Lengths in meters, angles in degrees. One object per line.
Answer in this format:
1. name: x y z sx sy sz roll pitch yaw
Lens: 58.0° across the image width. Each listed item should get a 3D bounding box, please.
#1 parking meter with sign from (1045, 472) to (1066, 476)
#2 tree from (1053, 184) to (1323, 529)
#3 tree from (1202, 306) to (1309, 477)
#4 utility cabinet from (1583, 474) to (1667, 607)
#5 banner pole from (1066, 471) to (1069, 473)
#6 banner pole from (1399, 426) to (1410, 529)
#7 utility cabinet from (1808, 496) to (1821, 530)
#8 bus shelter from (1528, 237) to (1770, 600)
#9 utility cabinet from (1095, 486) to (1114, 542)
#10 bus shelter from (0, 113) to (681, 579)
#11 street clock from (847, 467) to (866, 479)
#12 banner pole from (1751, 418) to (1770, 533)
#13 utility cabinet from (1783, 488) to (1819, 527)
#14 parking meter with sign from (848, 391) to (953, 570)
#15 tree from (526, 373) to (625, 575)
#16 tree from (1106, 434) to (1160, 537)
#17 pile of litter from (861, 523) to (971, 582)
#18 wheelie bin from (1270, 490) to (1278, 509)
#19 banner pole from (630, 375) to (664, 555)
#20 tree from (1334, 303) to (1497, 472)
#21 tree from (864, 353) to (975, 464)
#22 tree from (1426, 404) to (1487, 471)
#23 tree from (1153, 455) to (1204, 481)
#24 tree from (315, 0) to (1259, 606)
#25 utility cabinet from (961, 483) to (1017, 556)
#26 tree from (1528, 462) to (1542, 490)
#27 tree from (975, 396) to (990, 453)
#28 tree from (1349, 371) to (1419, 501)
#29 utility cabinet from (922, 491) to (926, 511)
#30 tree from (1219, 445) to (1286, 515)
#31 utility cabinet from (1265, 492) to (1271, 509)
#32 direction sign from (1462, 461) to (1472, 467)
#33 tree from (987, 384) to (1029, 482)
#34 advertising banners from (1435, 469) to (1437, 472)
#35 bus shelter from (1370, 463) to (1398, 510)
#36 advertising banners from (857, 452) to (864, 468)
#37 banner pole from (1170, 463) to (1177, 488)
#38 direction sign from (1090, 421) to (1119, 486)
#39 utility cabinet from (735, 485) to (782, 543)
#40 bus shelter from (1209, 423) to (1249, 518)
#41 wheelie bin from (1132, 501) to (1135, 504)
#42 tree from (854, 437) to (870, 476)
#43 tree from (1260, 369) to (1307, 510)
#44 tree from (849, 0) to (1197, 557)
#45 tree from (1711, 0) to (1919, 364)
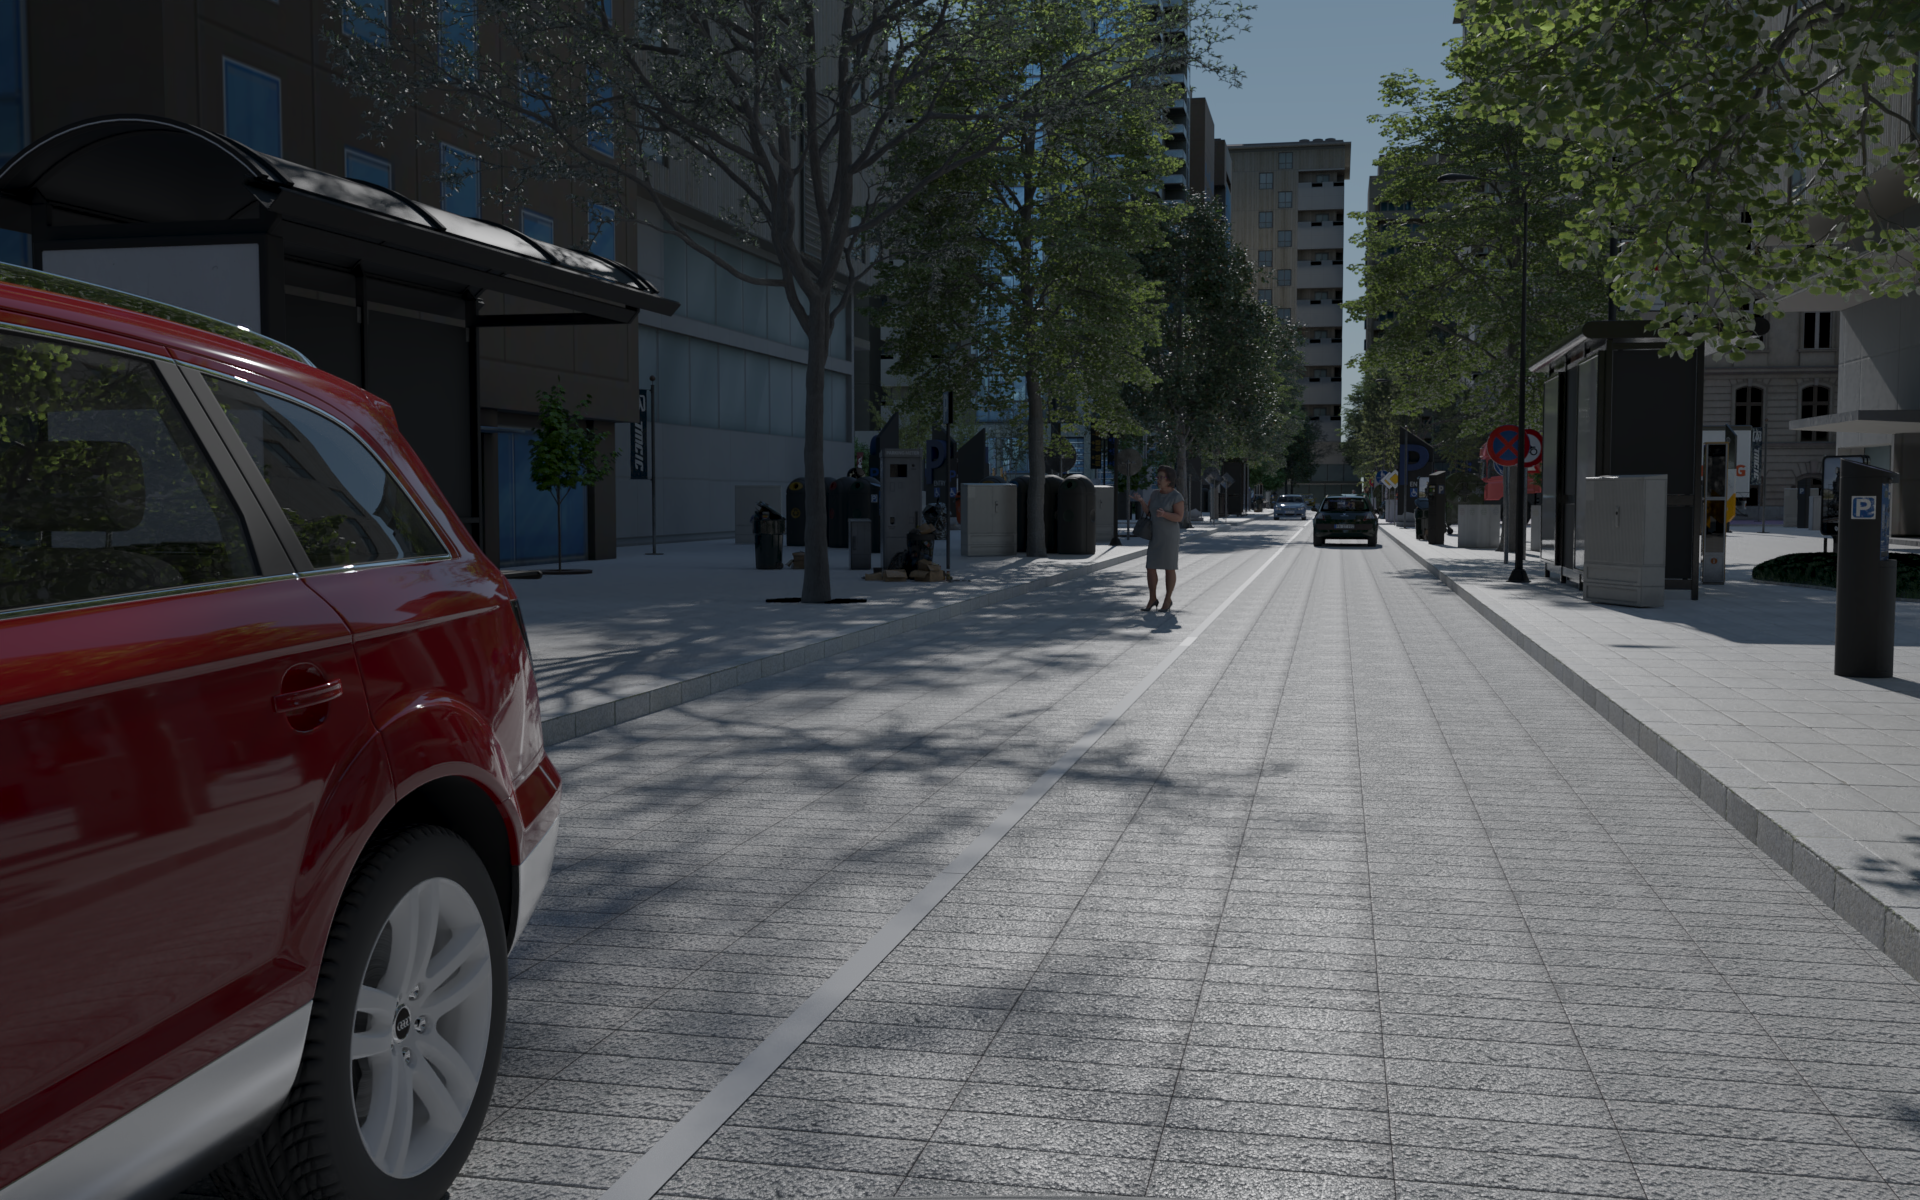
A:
1. parking meter with sign: 8.173 -9.489 151.400 1.738 3.016 0.543 1 4 20
2. tree: 8.260 -9.027 64.597 9.611 12.733 9.660 0 3 0
3. tree: 18.945 -12.919 117.885 9.857 13.997 8.962 0 3 0
4. utility cabinet: 7.631 -0.688 19.936 0.318 1.500 1.173 -1 4 -12
5. banner pole: 6.206 -6.720 99.885 0.401 3.779 0.863 0 4 -8
6. banner pole: 16.439 -4.520 63.920 0.401 3.779 0.863 1 4 13
7. utility cabinet: 30.593 -3.065 61.278 1.020 1.237 0.306 0 4 -3
8. bus shelter: 9.491 -2.896 24.984 2.179 5.291 8.768 1 4 12
9. utility cabinet: 3.565 -2.271 45.812 1.173 1.500 0.318 -3 4 -37
10. bus shelter: -3.894 -1.103 11.957 2.014 3.302 5.546 1 4 12
11. street clock: -2.811 -2.597 47.026 0.471 2.002 0.358 -1 4 -22
12. banner pole: 26.381 -4.105 57.131 0.401 3.779 0.863 -1 4 -17
13. utility cabinet: 32.116 -3.515 66.150 1.173 1.500 0.318 2 4 24
14. parking meter with sign: -1.016 -2.029 29.432 1.738 3.016 0.543 -1 4 -10
15. tree: -6.474 -2.027 27.747 1.663 3.219 1.824 0 3 0
16. tree: 5.017 -3.498 51.798 1.663 3.219 1.824 0 3 0
17. pile of litter: -0.671 -0.714 25.639 1.719 0.858 1.176 3 5 44
18. wheelie bin: 26.887 -8.592 148.395 0.693 1.594 0.980 0 4 3
19. banner pole: -6.624 -2.838 36.417 0.401 3.779 0.863 3 5 39
20. tree: 22.289 -9.086 82.960 7.601 10.594 8.767 0 4 -4
21. tree: -2.429 -8.402 87.729 4.737 8.622 4.395 0 3 0
22. tree: 33.076 -10.115 115.738 4.737 8.622 4.395 0 3 0
23. tree: 12.780 -7.269 102.560 4.285 4.588 4.351 0 3 0
24. tree: -1.725 -6.719 20.221 12.009 13.543 11.850 0 3 0
25. utility cabinet: 0.600 -1.652 35.692 1.173 1.500 0.318 -2 4 -29
26. tree: 23.091 -4.459 67.503 1.663 3.219 1.824 0 3 0
27. tree: 0.368 -10.484 121.779 4.737 8.622 4.395 0 3 0
28. tree: 24.401 -9.102 99.179 4.360 8.622 3.978 0 3 0
29. utility cabinet: -2.885 -7.150 125.586 0.318 1.500 1.173 2 4 29
30. tree: 17.439 -7.544 107.056 4.285 4.588 4.351 0 3 0
31. utility cabinet: 27.026 -8.761 151.919 0.318 1.500 1.173 1 4 19
32. direction sign: 34.959 -7.804 119.594 0.379 3.537 0.876 -2 4 -33
33. tree: 3.598 -10.190 116.962 4.360 8.622 3.978 0 3 0
34. advertising banners: 33.838 -7.820 124.047 0.090 3.025 2.074 0 4 -1
35. bus shelter: 28.449 -7.446 115.659 2.014 3.302 5.546 1 4 12
36. advertising banners: -4.512 -4.587 71.180 0.090 3.025 2.074 2 4 29
37. banner pole: 10.013 -5.530 80.432 0.863 3.779 0.401 1 4 12
38. direction sign: 4.494 -3.788 53.925 0.876 3.537 0.379 0 4 -2
39. utility cabinet: -5.162 -2.184 44.388 1.173 1.500 0.318 0 4 -1
40. bus shelter: 15.228 -7.350 97.810 2.179 5.291 8.768 1 4 12
41. wheelie bin: 15.432 -8.977 154.684 0.693 1.594 0.980 -2 4 -31
42. tree: -5.900 -6.953 97.400 4.285 4.588 4.351 0 3 0
43. tree: 24.823 -13.238 142.200 9.928 11.665 9.643 0 3 0
44. tree: 1.245 -7.137 34.824 7.486 12.596 7.792 0 3 0
45. tree: 5.232 -5.497 8.009 7.486 12.596 7.792 0 3 0
